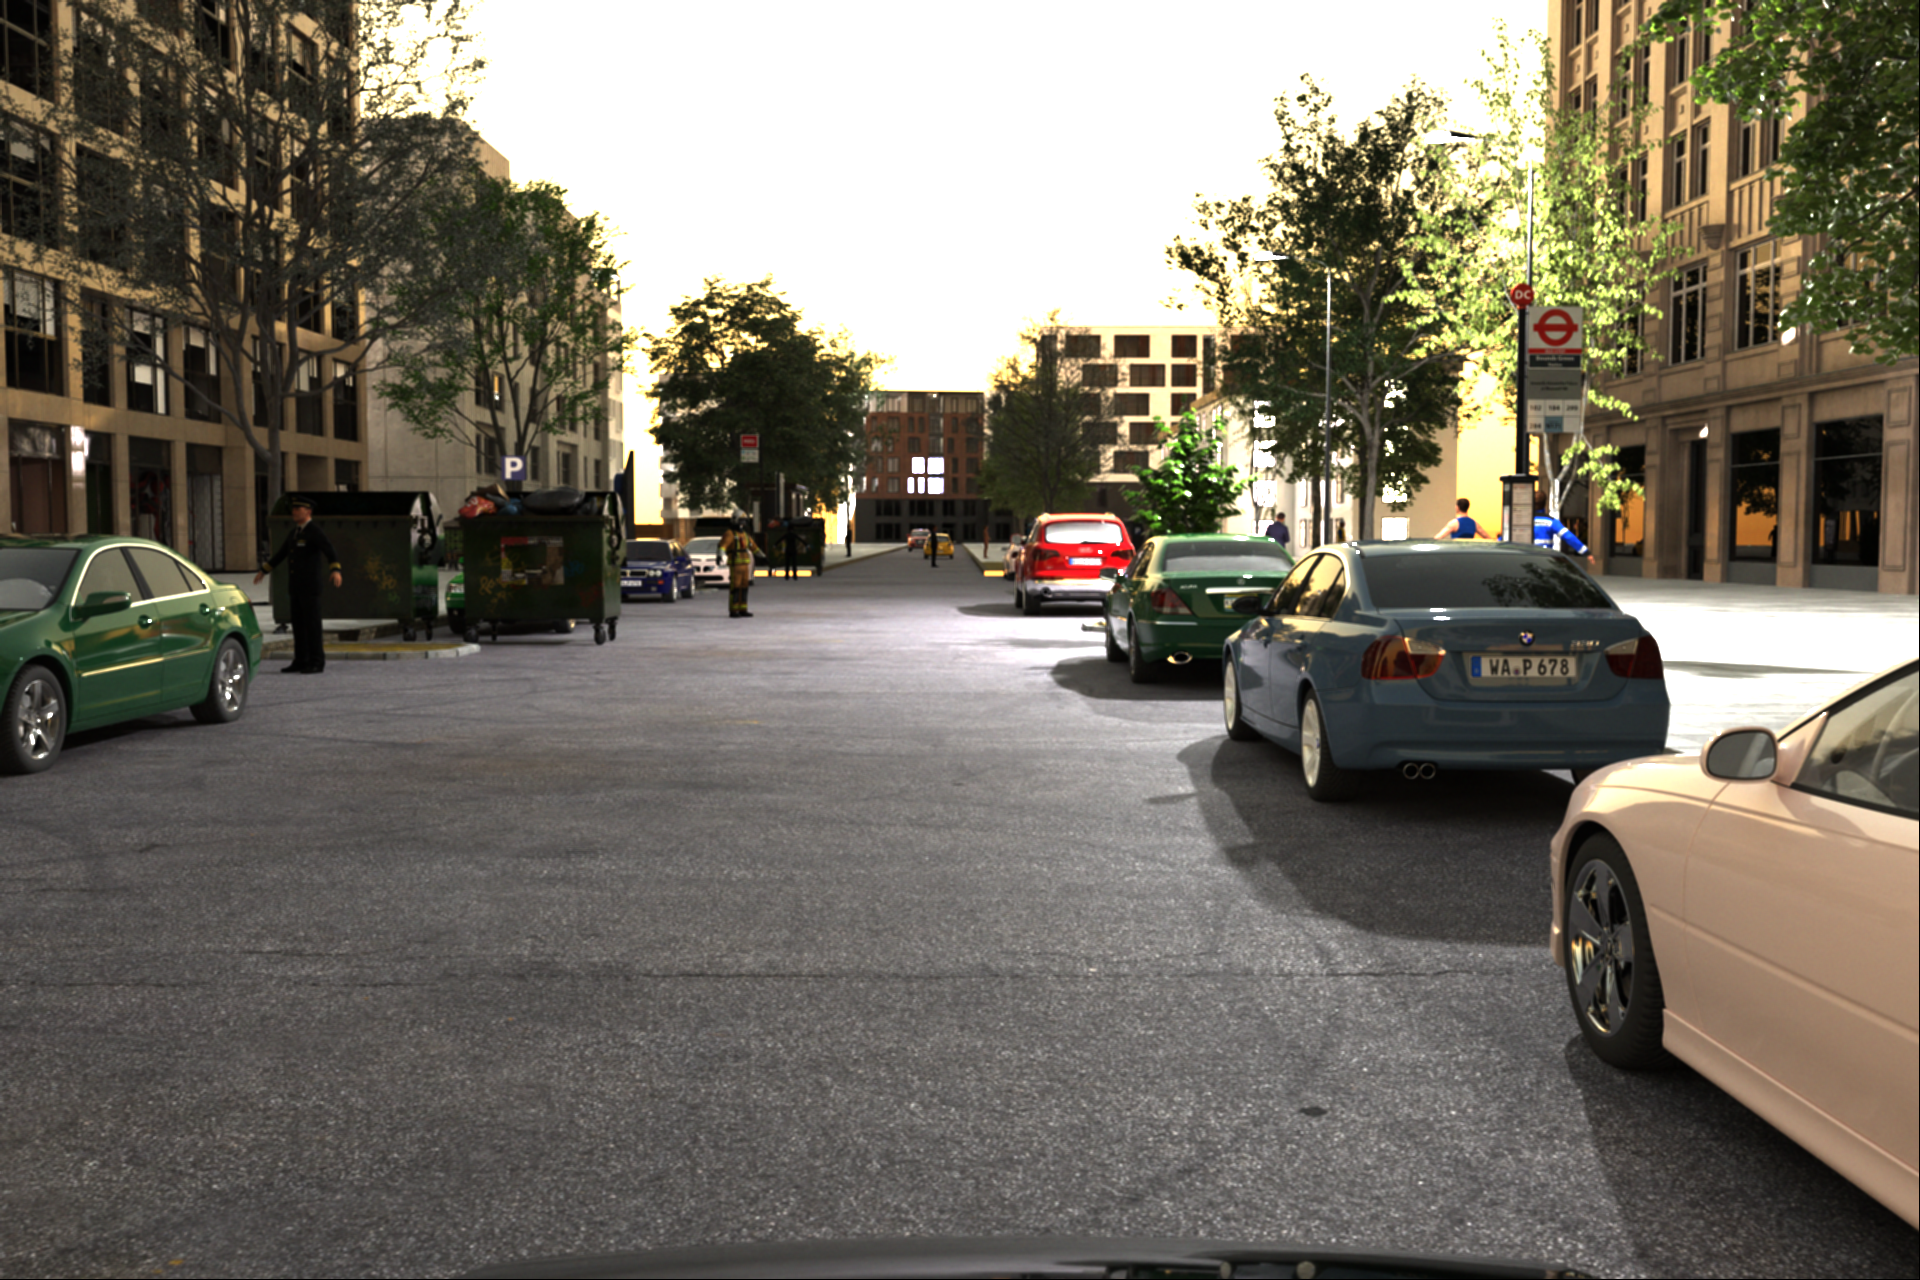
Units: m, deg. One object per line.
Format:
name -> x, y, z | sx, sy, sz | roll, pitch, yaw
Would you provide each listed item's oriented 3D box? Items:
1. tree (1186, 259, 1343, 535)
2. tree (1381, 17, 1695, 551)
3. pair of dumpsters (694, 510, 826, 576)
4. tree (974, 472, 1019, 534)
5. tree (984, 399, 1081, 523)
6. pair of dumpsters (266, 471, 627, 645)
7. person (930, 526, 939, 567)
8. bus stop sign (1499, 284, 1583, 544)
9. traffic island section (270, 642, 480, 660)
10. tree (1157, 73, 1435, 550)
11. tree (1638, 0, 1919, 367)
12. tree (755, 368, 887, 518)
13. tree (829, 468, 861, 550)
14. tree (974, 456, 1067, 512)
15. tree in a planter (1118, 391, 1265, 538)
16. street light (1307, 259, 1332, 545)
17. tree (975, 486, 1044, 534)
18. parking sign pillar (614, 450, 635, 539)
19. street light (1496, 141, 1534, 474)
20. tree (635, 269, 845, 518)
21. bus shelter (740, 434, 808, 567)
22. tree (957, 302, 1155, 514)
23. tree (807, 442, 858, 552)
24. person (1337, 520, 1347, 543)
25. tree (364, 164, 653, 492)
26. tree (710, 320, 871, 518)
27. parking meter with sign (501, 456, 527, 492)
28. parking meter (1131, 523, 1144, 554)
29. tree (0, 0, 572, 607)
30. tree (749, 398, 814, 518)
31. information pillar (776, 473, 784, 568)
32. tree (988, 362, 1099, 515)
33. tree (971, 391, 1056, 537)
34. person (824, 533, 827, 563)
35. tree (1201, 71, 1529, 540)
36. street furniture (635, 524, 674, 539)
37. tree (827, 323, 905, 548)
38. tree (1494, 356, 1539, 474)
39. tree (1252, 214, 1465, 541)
tree -> 7.906, -5.930, 47.325 | 4.360, 8.622, 3.978 | 0, 3, 0
tree -> 8.356, -4.533, 24.477 | 4.737, 8.622, 4.395 | 0, 3, 0
pair of dumpsters -> -6.815, -3.307, 59.018 | 4.436, 2.255, 1.574 | 0, 3, 0
tree -> 5.144, -13.617, 157.046 | 8.767, 10.594, 7.601 | 1, 4, 12
tree -> 5.267, -12.387, 128.283 | 9.928, 11.665, 9.643 | 0, 3, 0
pair of dumpsters -> -6.692, -1.087, 22.730 | 4.436, 2.255, 1.574 | 0, 3, 0
person -> -1.098, -4.075, 75.307 | 0.704, 1.802, 1.346 | 0, 4, -6
bus stop sign -> 6.210, -1.826, 18.561 | 0.855, 3.939, 0.416 | 0, 4, -1
traffic island section -> -6.859, 0.133, 20.688 | 1.991, 0.108, 1.994 | 0, 4, 1
tree -> 14.375, -13.355, 74.239 | 12.611, 20.169, 13.585 | 0, 3, 0
tree -> 8.365, -5.733, 11.859 | 7.486, 12.596, 7.792 | 0, 3, 0
tree -> -10.079, -12.581, 116.069 | 12.009, 13.543, 11.850 | 0, 3, 0
tree -> -10.804, -11.715, 141.896 | 4.360, 8.622, 3.978 | 0, 3, 0
tree -> 5.423, -13.019, 147.270 | 8.767, 10.594, 7.601 | 0, 4, -1
tree in a planter -> 2.863, -1.500, 21.741 | 1.991, 3.239, 1.994 | 0, 4, 0
street light -> 6.623, -3.430, 28.622 | 1.470, 5.913, 1.316 | 0, 4, -1
tree -> 5.536, -14.163, 165.970 | 8.767, 10.594, 7.601 | 0, 4, 2
parking sign pillar -> -10.647, -4.070, 55.016 | 1.447, 3.967, 1.447 | 0, 4, 0
street light -> 7.126, -2.909, 20.096 | 1.470, 5.913, 1.316 | 0, 4, -1
tree -> -10.378, -10.750, 82.412 | 9.857, 13.997, 8.962 | 0, 3, 0
bus shelter -> -7.763, -5.794, 72.363 | 2.179, 5.291, 8.768 | 0, 4, -1
tree -> 4.870, -11.156, 92.772 | 12.009, 13.543, 11.850 | 0, 3, 0
tree -> -10.162, -10.790, 126.783 | 4.360, 8.622, 3.978 | 0, 3, 0
person -> 15.153, -3.833, 68.636 | 0.705, 1.833, 1.349 | 1, 4, 17
tree -> -12.396, -7.471, 47.901 | 9.928, 11.665, 9.643 | 0, 3, 0
tree -> -10.039, -12.021, 103.192 | 9.857, 13.997, 8.962 | 0, 3, 0
parking meter with sign -> -9.922, -2.641, 39.437 | 0.543, 3.016, 1.738 | 0, 4, 0
parking meter -> 5.997, -3.227, 58.477 | 0.399, 1.863, 0.255 | 0, 4, 0
tree -> -12.371, -7.361, 30.729 | 12.009, 13.543, 11.850 | 0, 3, 0
tree -> -9.830, -8.614, 91.205 | 4.737, 8.622, 4.395 | 0, 3, 0
information pillar -> -6.932, -4.615, 66.767 | 0.184, 3.620, 1.656 | 0, 4, -1
tree -> 5.358, -11.999, 114.310 | 7.486, 12.596, 7.792 | 0, 3, 0
tree -> 4.776, -13.451, 138.042 | 7.486, 12.596, 7.792 | 0, 3, 0
person -> -6.320, -4.382, 78.110 | 0.721, 1.772, 1.216 | -2, 4, -30
tree -> 8.497, -6.125, 34.559 | 7.601, 10.594, 8.767 | -1, 4, -12
street furniture -> -15.739, -4.411, 78.967 | 9.812, 1.723, 11.010 | -3, 5, -40
tree -> -11.201, -18.476, 157.978 | 12.611, 20.169, 13.585 | 0, 3, 0
tree -> 27.605, -9.277, 77.431 | 9.928, 11.665, 9.643 | 0, 3, 0
tree -> 14.173, -8.764, 61.418 | 7.486, 12.596, 7.792 | 0, 3, 0
